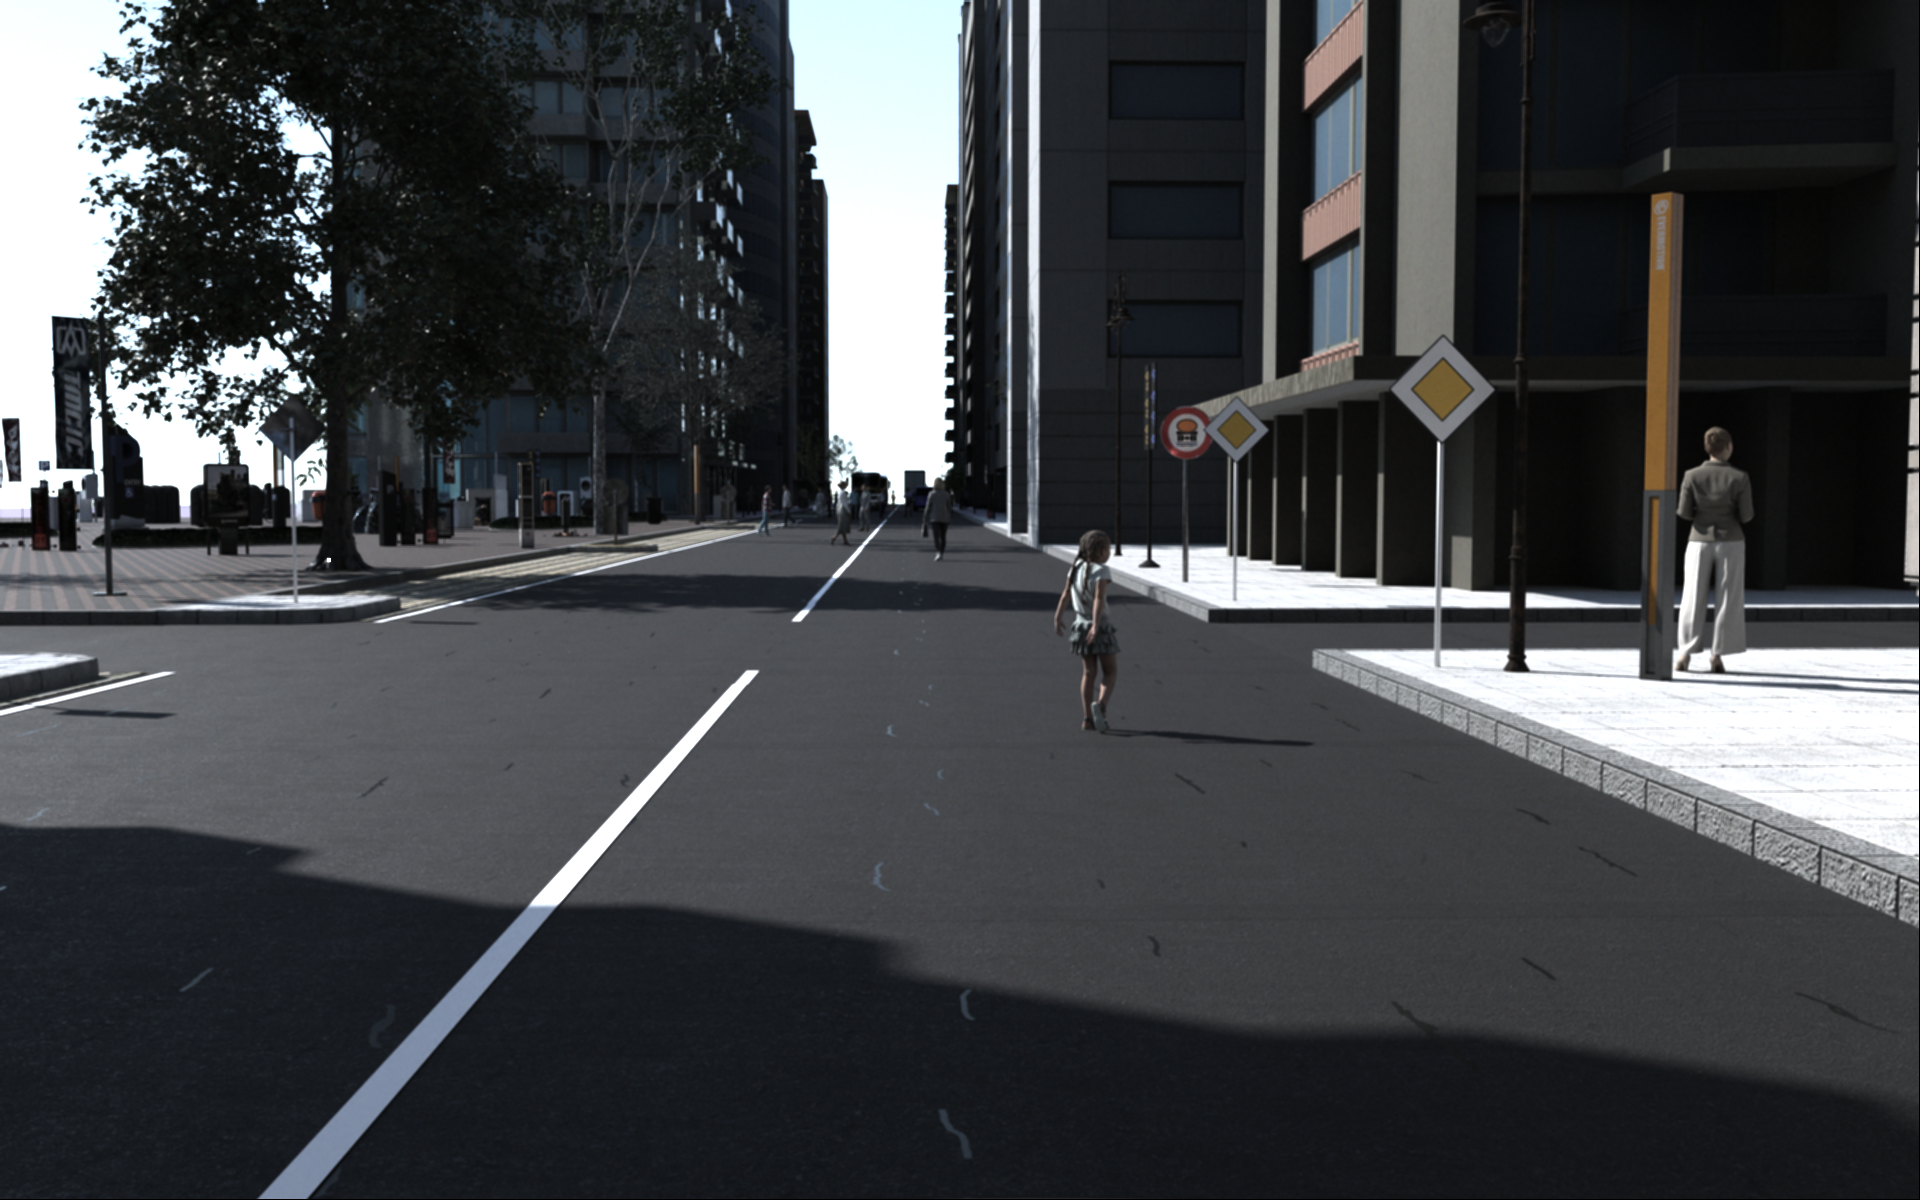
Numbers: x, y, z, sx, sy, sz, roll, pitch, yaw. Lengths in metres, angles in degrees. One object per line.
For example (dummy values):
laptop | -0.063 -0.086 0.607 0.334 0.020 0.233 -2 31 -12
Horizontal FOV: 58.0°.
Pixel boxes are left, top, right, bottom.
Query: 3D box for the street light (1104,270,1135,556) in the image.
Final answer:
street light | 3.291 -3.858 35.864 0.468 5.910 1.993 0 4 -2

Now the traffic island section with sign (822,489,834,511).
traffic island section with sign | -11.626 -8.474 147.176 1.989 1.847 2.006 0 4 -2

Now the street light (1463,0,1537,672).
street light | 4.032 -2.421 12.368 0.468 5.910 1.993 0 4 -2

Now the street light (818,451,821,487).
street light | -14.623 -12.684 180.172 0.468 5.910 1.993 0 4 -2

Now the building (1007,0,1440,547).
building | 12.087 -31.495 56.950 21.231 58.520 28.212 0 4 -2

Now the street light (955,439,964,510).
street light | 0.092 -10.414 143.060 0.468 5.910 1.993 0 4 -2

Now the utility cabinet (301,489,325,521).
utility cabinet | -30.422 -4.467 81.707 1.173 1.500 0.318 -3 5 -39

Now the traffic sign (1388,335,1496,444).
traffic sign | 3.557 -0.646 12.750 0.795 2.593 0.064 0 4 -2

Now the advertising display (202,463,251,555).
advertising display | -15.479 -1.918 36.579 0.123 1.923 0.974 3 4 39

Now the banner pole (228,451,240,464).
banner pole | -37.241 -6.041 88.788 0.401 3.779 0.863 3 4 39

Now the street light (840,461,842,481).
street light | -16.261 -16.181 237.344 0.468 5.910 1.993 0 4 -2

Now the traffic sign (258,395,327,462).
traffic sign | -7.868 -1.115 20.423 0.795 2.593 0.064 0 4 -2

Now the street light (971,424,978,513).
street light | 0.975 -8.656 114.306 0.468 5.910 1.993 0 4 -2

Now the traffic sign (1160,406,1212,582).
traffic sign | 3.288 -1.534 25.191 0.768 2.556 0.104 0 4 0

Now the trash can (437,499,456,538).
trash can | -14.989 -2.357 50.199 0.748 1.137 0.748 0 3 0

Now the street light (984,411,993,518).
street light | 1.571 -7.452 94.620 0.468 5.910 1.993 0 4 -2

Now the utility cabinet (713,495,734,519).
utility cabinet | -12.049 -4.721 88.343 1.020 1.237 0.306 -1 4 -13

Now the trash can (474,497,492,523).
trash can | -20.124 -3.758 73.092 0.748 1.137 0.748 0 3 0

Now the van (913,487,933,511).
van | -2.845 -8.558 144.301 2.240 2.365 5.245 0 4 0

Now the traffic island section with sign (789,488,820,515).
traffic island section with sign | -10.826 -6.821 120.156 1.989 1.847 2.006 0 4 -2

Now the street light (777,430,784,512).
street light | -13.058 -9.342 125.534 0.468 5.910 1.993 0 4 -2

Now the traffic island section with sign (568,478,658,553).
traffic island section with sign | -8.554 -2.098 42.924 1.989 1.847 2.006 0 4 -2

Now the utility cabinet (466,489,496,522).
utility cabinet | -20.592 -4.025 74.483 1.173 1.500 0.318 -2 4 -26

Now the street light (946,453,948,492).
street light | -1.416 -13.713 196.994 0.468 5.910 1.993 0 4 -2

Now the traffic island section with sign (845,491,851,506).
traffic island section with sign | -14.062 -13.511 229.533 1.989 1.847 2.006 0 4 -2

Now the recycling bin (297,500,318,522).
recycling bin | -29.778 -4.065 79.023 0.722 1.027 0.722 -3 5 -41

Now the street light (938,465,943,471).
street light | -3.122 -17.267 255.109 0.468 5.910 1.993 0 4 -2

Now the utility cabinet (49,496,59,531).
utility cabinet | -31.563 -3.037 60.821 0.306 1.237 1.020 1 4 10

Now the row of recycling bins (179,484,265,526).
row of recycling bins | -30.212 -3.923 71.259 3.534 1.692 1.069 1 4 21

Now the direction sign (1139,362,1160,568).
direction sign | 3.316 -2.338 30.227 0.379 3.537 0.876 0 4 -6

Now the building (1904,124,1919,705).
building | 11.071 -10.038 0.277 11.583 22.565 21.152 0 4 -2

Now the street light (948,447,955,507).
street light | -0.657 -12.159 171.593 0.468 5.910 1.993 0 4 -2

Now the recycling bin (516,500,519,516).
recycling bin | -19.581 -4.000 77.949 0.722 1.027 0.722 -1 4 -19

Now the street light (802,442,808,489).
street light | -13.851 -11.106 154.366 0.468 5.910 1.993 0 4 -2

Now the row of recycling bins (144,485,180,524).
row of recycling bins | -35.523 -4.260 76.772 1.069 1.692 3.534 0 4 -3

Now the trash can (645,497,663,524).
trash can | -13.067 -3.812 73.975 0.748 1.137 0.748 0 3 0

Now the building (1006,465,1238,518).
building | 9.265 -26.735 87.222 14.600 45.320 14.200 0 4 -2

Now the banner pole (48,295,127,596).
banner pole | -10.941 -1.938 21.706 0.401 3.779 0.863 3 4 36

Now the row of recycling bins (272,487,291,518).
row of recycling bins | -37.779 -5.278 93.408 1.069 1.692 3.534 3 4 39

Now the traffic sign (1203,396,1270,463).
traffic sign | 3.322 -1.134 20.731 0.795 2.593 0.064 0 4 -2

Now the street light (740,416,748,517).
street light | -12.157 -7.601 97.064 0.468 5.910 1.993 0 4 -2

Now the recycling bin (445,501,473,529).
recycling bin | -18.497 -3.146 63.988 0.722 1.027 0.722 2 4 30

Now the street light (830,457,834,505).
street light | -15.410 -14.440 208.873 0.468 5.910 1.993 0 4 -2

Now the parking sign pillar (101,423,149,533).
parking sign pillar | -27.808 -4.228 57.597 1.447 3.967 1.447 1 4 19

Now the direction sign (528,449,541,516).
direction sign | -21.415 -5.819 87.138 0.876 3.537 0.379 2 4 34

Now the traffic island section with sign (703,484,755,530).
traffic island section with sign | -9.365 -3.774 70.328 1.989 1.847 2.006 0 4 -2
